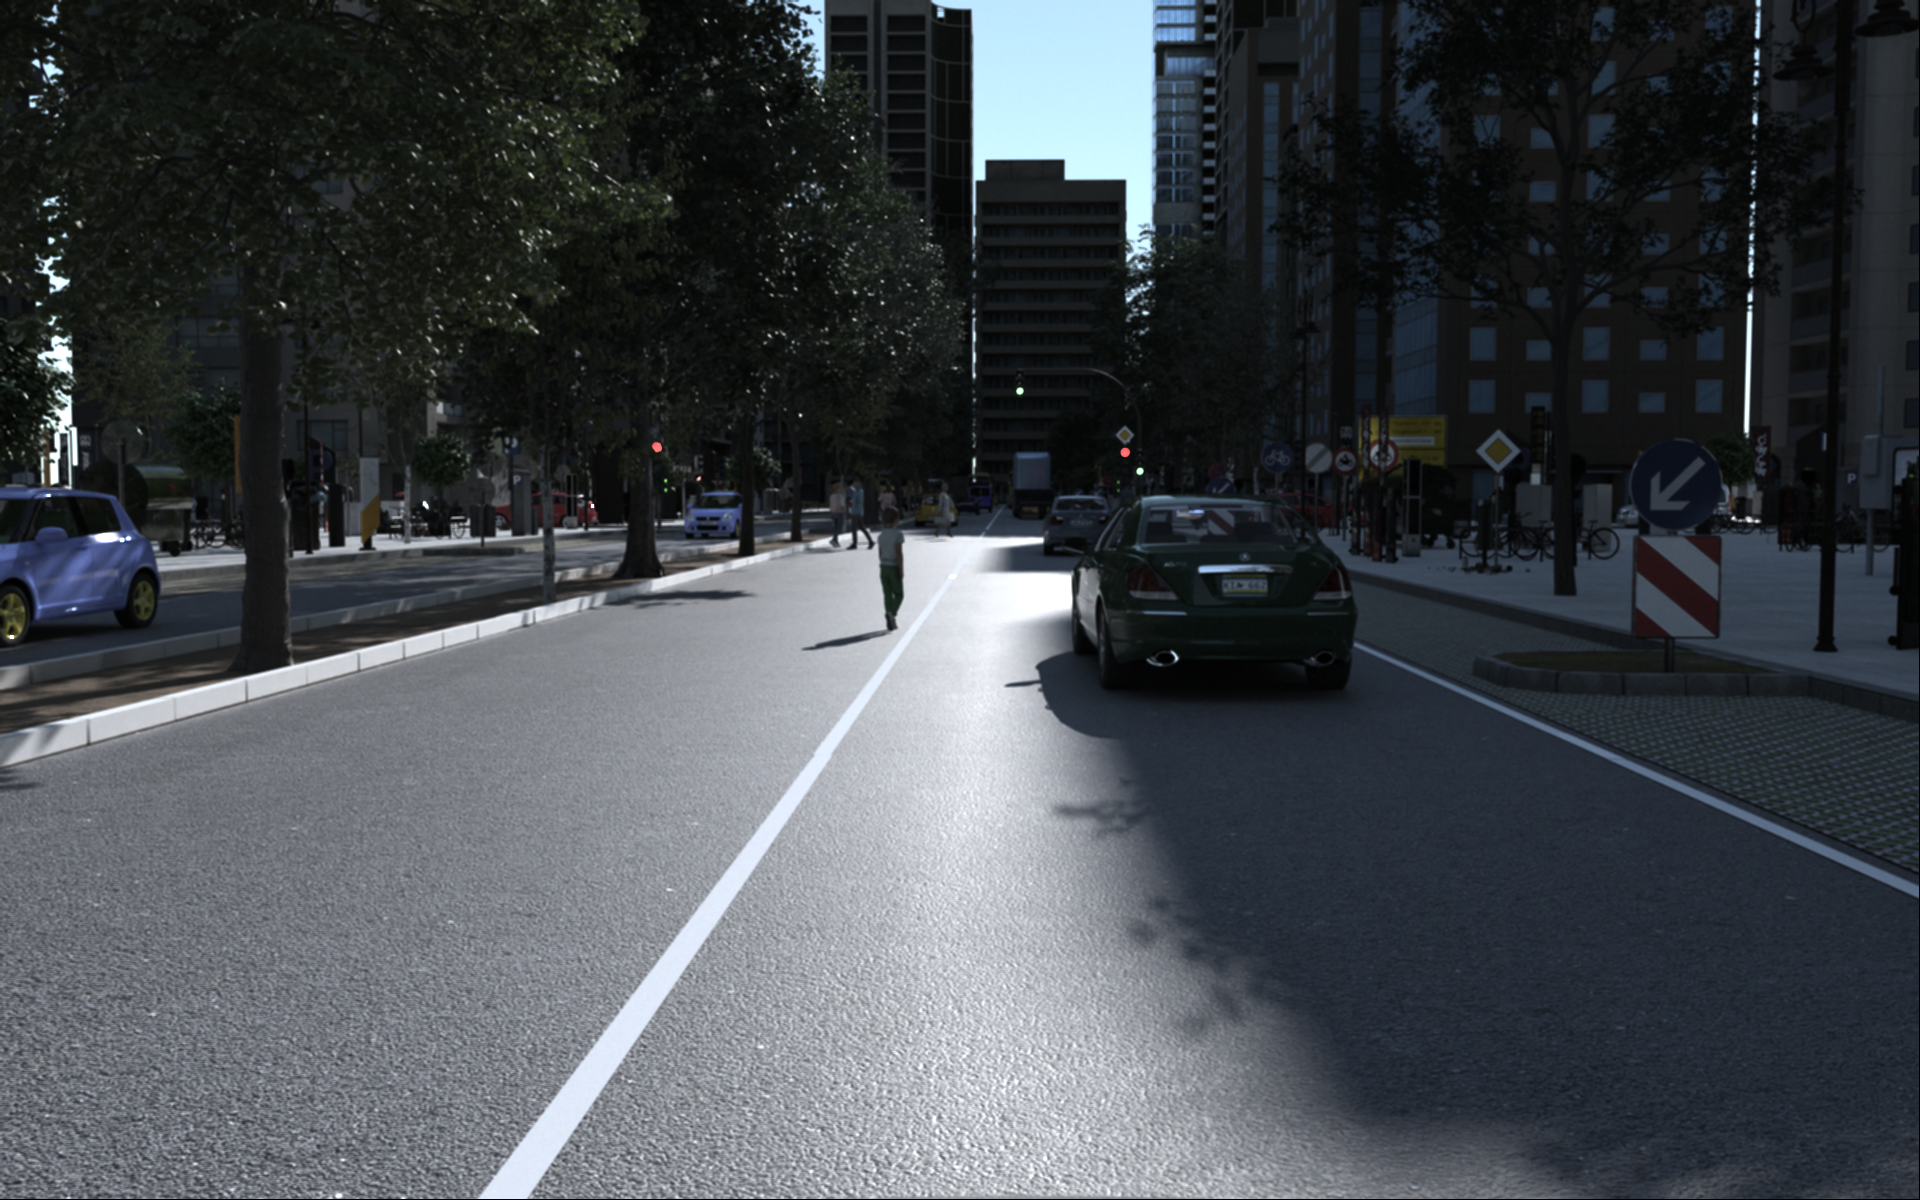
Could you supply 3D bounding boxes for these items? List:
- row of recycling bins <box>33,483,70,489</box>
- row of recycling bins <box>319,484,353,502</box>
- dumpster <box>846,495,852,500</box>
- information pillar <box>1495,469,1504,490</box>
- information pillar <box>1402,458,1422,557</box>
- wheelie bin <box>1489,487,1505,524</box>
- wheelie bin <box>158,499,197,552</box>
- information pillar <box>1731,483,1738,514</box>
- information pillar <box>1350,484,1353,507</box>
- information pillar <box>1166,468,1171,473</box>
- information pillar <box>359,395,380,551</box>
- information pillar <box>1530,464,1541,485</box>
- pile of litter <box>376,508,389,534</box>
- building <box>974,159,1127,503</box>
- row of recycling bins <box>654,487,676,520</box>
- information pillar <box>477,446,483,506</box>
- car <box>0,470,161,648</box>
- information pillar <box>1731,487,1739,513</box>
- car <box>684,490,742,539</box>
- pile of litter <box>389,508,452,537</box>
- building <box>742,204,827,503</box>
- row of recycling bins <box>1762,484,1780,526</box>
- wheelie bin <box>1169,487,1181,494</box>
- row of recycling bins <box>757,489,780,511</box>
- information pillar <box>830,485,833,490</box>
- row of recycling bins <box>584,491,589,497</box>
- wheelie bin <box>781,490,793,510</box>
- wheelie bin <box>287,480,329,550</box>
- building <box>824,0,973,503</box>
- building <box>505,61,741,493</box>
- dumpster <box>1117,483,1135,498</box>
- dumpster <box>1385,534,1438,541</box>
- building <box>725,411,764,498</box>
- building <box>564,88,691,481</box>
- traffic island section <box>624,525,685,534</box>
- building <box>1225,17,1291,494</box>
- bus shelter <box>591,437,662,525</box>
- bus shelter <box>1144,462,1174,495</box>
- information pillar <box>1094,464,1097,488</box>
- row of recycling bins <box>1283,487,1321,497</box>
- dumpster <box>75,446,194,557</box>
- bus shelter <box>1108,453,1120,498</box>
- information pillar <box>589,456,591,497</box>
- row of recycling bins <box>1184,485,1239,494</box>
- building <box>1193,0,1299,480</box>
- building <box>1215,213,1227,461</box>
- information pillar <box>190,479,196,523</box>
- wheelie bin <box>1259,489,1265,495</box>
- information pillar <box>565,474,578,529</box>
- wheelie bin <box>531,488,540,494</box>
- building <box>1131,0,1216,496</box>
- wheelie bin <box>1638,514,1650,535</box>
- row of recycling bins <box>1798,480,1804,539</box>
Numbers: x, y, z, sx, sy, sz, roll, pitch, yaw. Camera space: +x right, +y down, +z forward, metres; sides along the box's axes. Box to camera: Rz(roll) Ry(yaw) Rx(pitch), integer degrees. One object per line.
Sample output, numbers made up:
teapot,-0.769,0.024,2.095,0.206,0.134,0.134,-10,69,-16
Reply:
row of recycling bins,-34.286,-3.478,63.982,3.534,1.692,1.069,1,4,22
row of recycling bins,-27.414,-4.031,73.014,3.534,1.692,1.069,-2,4,-31
dumpster,-8.764,-7.800,135.751,1.865,1.857,1.264,0,4,3
information pillar,24.853,-5.403,79.694,0.183,3.616,0.504,-3,5,-42
information pillar,9.250,-1.894,35.455,0.304,2.012,0.304,0,4,-4
wheelie bin,22.868,-4.012,73.497,0.693,1.594,0.980,2,4,32
wheelie bin,-17.688,-1.894,38.872,0.980,1.594,0.693,-3,4,-38
information pillar,49.650,-7.322,111.076,0.504,3.616,0.183,0,4,-4
information pillar,20.395,-6.011,89.640,0.504,3.616,0.183,-1,4,-17
information pillar,15.201,-8.305,127.144,0.504,3.616,0.183,-1,4,-14
information pillar,-13.479,-2.944,39.494,0.183,3.616,0.504,2,4,30
information pillar,23.288,-4.819,70.145,0.504,3.616,0.183,-2,4,-26
pile of litter,-18.650,-2.582,56.186,1.719,0.858,1.176,2,4,25
building,12.980,-38.507,253.297,21.600,48.544,21.300,0,4,2
row of recycling bins,-14.978,-4.949,88.028,1.069,1.692,3.534,-1,4,-15
information pillar,-15.555,-3.961,56.120,0.183,3.616,0.504,0,4,-5
car,-9.615,-0.470,17.278,1.945,1.707,3.694,0,4,3
information pillar,50.545,-6.633,112.942,0.304,2.012,0.304,-1,4,-11
car,-7.928,-2.893,56.897,1.945,1.707,3.694,0,4,3
pile of litter,-16.245,-2.375,52.790,1.176,0.858,1.719,3,5,45
building,-33.688,-36.735,255.236,28.867,44.769,22.147,0,4,2
row of recycling bins,34.258,-3.910,71.037,3.534,1.692,1.069,-2,4,-31
wheelie bin,9.936,-4.414,80.084,0.980,1.594,0.693,0,4,-6
row of recycling bins,-14.391,-7.556,130.661,1.069,1.692,3.534,1,4,12
information pillar,-10.548,-8.449,142.627,0.304,2.012,0.304,-2,4,-28
row of recycling bins,-32.433,-8.542,146.772,3.534,1.692,1.069,1,4,19
wheelie bin,-13.653,-7.875,136.666,0.980,1.594,0.693,-1,4,-19
wheelie bin,-14.960,-1.941,39.637,0.980,1.594,0.693,-1,4,-23
building,-8.513,-49.842,253.174,20.611,71.187,20.563,0,4,2
building,-38.022,-36.193,181.001,28.713,52.752,27.495,0,4,2
dumpster,12.023,-7.427,123.926,1.502,2.255,1.985,0,4,2
dumpster,12.566,-2.813,48.481,1.502,2.255,1.985,0,4,2
building,-30.414,-26.319,202.018,14.107,30.474,14.160,0,4,2
building,-34.321,-43.918,156.308,20.563,71.187,20.611,0,4,2
traffic island section,-11.059,-2.528,63.615,2.009,0.180,2.903,0,4,2
building,33.101,-31.460,164.475,14.600,45.320,14.200,0,4,2
bus shelter,-14.322,-5.099,74.646,1.731,3.624,6.357,0,4,2
bus shelter,12.936,-7.202,111.678,2.014,3.302,5.546,0,4,2
information pillar,10.761,-8.905,136.953,0.183,3.616,0.504,2,4,29
row of recycling bins,20.273,-6.023,105.581,3.534,1.692,1.069,2,4,27
dumpster,-16.493,-1.965,34.616,1.502,2.255,1.985,0,4,2
bus shelter,12.764,-9.957,140.430,2.179,5.291,8.768,0,4,2
information pillar,-22.513,-6.979,105.460,0.183,3.616,0.504,0,4,-4
row of recycling bins,12.588,-4.860,86.568,3.534,1.692,1.069,-3,4,-37
building,37.953,-46.313,195.469,20.563,71.187,20.611,0,4,2
building,33.351,-24.943,179.516,14.160,30.474,14.107,0,4,2
information pillar,-33.811,-4.381,76.122,0.304,2.012,0.304,0,4,-7
wheelie bin,20.393,-6.555,115.081,0.693,1.594,0.980,-3,4,-37
information pillar,-14.164,-3.589,63.170,0.304,2.012,0.304,2,4,23
wheelie bin,-20.884,-4.695,84.676,0.693,1.594,0.980,-2,4,-27
building,39.688,-57.486,252.575,31.000,86.520,22.319,0,4,2
wheelie bin,20.775,-2.711,52.239,0.693,1.594,0.980,2,4,30
row of recycling bins,25.645,-2.604,49.691,3.534,1.692,1.069,1,4,11
